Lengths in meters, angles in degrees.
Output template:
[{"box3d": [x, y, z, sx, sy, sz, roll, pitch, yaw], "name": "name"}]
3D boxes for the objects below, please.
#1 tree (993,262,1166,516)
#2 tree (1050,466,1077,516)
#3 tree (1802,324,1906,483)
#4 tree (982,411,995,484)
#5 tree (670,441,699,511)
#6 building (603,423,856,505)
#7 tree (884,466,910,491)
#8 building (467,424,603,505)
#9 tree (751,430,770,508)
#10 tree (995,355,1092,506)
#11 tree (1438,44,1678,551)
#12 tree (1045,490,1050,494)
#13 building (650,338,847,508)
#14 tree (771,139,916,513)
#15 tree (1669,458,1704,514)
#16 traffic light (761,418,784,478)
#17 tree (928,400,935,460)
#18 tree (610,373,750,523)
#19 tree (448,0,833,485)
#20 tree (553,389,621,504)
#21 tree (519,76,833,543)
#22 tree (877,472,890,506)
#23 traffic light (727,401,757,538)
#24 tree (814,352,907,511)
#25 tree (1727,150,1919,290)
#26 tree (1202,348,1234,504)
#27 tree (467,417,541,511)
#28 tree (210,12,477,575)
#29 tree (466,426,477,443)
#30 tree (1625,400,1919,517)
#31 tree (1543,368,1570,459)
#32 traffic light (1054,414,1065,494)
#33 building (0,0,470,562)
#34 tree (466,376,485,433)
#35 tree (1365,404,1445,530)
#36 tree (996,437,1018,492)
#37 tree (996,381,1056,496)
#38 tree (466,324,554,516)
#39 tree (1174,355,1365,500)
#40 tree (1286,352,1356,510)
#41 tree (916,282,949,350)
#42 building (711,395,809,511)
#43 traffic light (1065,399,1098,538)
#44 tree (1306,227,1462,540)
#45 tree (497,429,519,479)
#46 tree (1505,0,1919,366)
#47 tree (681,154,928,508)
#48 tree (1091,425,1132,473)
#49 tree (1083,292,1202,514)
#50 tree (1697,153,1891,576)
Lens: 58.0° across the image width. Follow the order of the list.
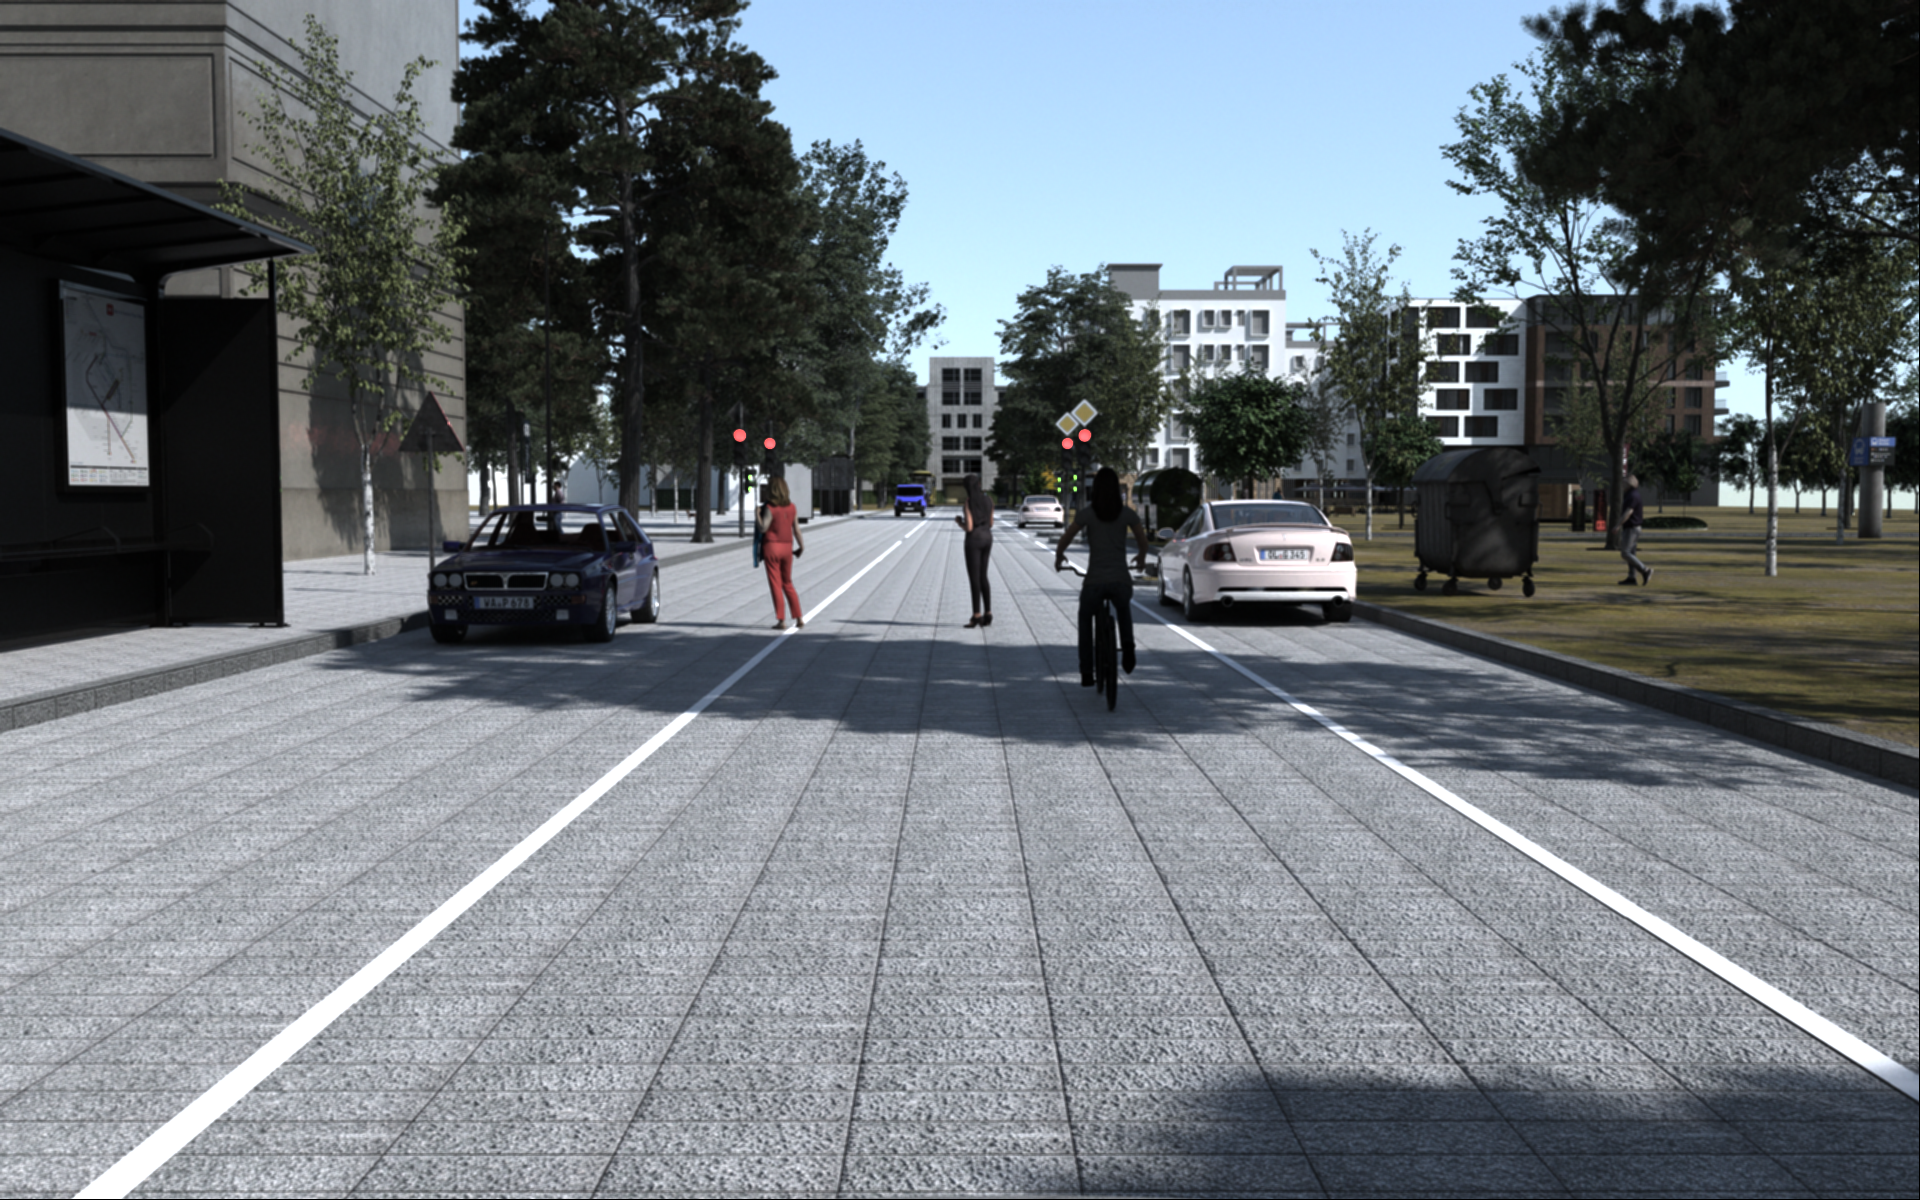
[{"box3d": [6.504, -11.468, 94.163, 9.857, 13.997, 8.962, 0, 3, 0], "name": "tree"}, {"box3d": [6.540, -6.543, 101.582, 1.663, 3.219, 1.824, 0, 3, 0], "name": "tree"}, {"box3d": [36.157, -7.351, 70.555, 4.360, 8.622, 3.978, 0, 3, 0], "name": "tree"}, {"box3d": [5.677, -15.706, 178.846, 6.751, 12.117, 7.091, 0, 3, 0], "name": "tree"}, {"box3d": [-20.206, -10.981, 129.899, 4.737, 8.622, 4.395, 0, 3, 0], "name": "tree"}, {"box3d": [-26.272, -15.866, 201.551, 28.070, 9.664, 9.099, 0, 3, 0], "name": "building"}, {"box3d": [-6.976, -13.134, 198.453, 4.285, 4.588, 4.351, 0, 3, 0], "name": "tree"}, {"box3d": [-54.537, -15.872, 201.649, 28.070, 9.664, 9.099, 0, 3, 0], "name": "building"}, {"box3d": [-11.540, -8.970, 97.025, 4.360, 8.622, 3.978, 0, 3, 0], "name": "tree"}, {"box3d": [6.827, -12.989, 134.423, 6.751, 12.117, 7.091, 0, 3, 0], "name": "tree"}, {"box3d": [14.770, -6.923, 38.945, 9.928, 11.665, 9.643, 0, 3, 0], "name": "tree"}, {"box3d": [6.483, -7.835, 122.696, 1.663, 3.219, 1.824, 0, 3, 0], "name": "tree"}, {"box3d": [-20.719, -19.039, 177.737, 16.747, 18.905, 31.486, 0, 3, 0], "name": "building"}, {"box3d": [-9.247, -14.119, 86.735, 12.611, 20.169, 13.585, 0, 3, 0], "name": "tree"}, {"box3d": [38.103, -5.914, 91.301, 1.663, 3.219, 1.824, 0, 3, 0], "name": "tree"}, {"box3d": [-6.367, -4.237, 58.515, 0.839, 4.213, 0.868, 0, 3, 0], "name": "traffic light"}, {"box3d": [-7.142, -15.259, 156.145, 9.857, 13.997, 8.962, 0, 3, 0], "name": "tree"}, {"box3d": [-12.360, -7.711, 76.431, 4.360, 8.622, 3.978, 0, 3, 0], "name": "tree"}, {"box3d": [-6.580, -7.778, 34.602, 7.806, 13.903, 7.818, 0, 3, 0], "name": "tree"}, {"box3d": [-20.595, -8.576, 90.573, 4.737, 8.622, 4.395, 0, 3, 0], "name": "tree"}, {"box3d": [-6.685, -7.531, 45.196, 6.751, 12.117, 7.091, 0, 3, 0], "name": "tree"}, {"box3d": [-8.185, -14.304, 184.237, 4.360, 8.622, 3.978, 0, 3, 0], "name": "tree"}, {"box3d": [-6.362, -3.748, 50.530, 0.839, 4.213, 0.868, 0, 3, 0], "name": "traffic light"}, {"box3d": [-7.898, -13.208, 134.077, 7.486, 12.596, 7.792, 0, 3, 0], "name": "tree"}, {"box3d": [11.190, -5.111, 17.970, 7.601, 10.594, 8.767, 1, 4, 8], "name": "tree"}, {"box3d": [12.299, -8.276, 85.680, 4.737, 8.622, 4.395, 0, 3, 0], "name": "tree"}, {"box3d": [-31.289, -11.056, 115.170, 7.601, 10.594, 8.767, -2, 4, -27], "name": "tree"}, {"box3d": [-9.328, -4.683, 26.932, 4.737, 8.622, 4.395, 0, 3, 0], "name": "tree"}, {"box3d": [-26.727, -8.544, 90.049, 4.360, 8.622, 3.978, 0, 3, 0], "name": "tree"}, {"box3d": [55.467, -9.381, 116.279, 20.602, 7.101, 11.467, 0, 4, 2], "name": "tree"}, {"box3d": [26.785, -7.285, 69.470, 4.737, 8.622, 4.395, 0, 3, 0], "name": "tree"}, {"box3d": [3.594, -4.238, 58.538, 0.839, 4.213, 0.868, 0, 3, 0], "name": "traffic light"}, {"box3d": [-27.002, -12.470, 37.166, 30.059, 22.955, 16.112, 0, 3, 0], "name": "building"}, {"box3d": [-25.790, -10.404, 80.473, 12.009, 13.543, 11.850, 0, 3, 0], "name": "tree"}, {"box3d": [16.129, -4.853, 63.061, 4.285, 4.588, 4.351, 0, 3, 0], "name": "tree"}, {"box3d": [6.368, -15.769, 208.177, 4.737, 8.622, 4.395, 0, 3, 0], "name": "tree"}, {"box3d": [6.701, -13.862, 152.391, 9.928, 11.665, 9.643, 0, 3, 0], "name": "tree"}, {"box3d": [-27.462, -11.779, 99.239, 9.857, 13.997, 8.962, 0, 3, 0], "name": "tree"}, {"box3d": [6.800, -3.511, 41.117, 4.285, 4.588, 4.351, 0, 3, 0], "name": "tree"}, {"box3d": [18.417, -8.474, 88.914, 4.360, 8.622, 3.978, 0, 3, 0], "name": "tree"}, {"box3d": [-6.481, -16.212, 120.950, 12.611, 20.169, 13.585, 0, 3, 0], "name": "tree"}, {"box3d": [-17.314, -12.603, 148.207, 9.099, 9.664, 28.070, 0, 3, 0], "name": "building"}, {"box3d": [3.600, -3.750, 50.552, 0.839, 4.213, 0.868, 0, 3, 0], "name": "traffic light"}, {"box3d": [11.369, -5.949, 47.621, 4.737, 8.622, 4.395, 0, 3, 0], "name": "tree"}, {"box3d": [-31.106, -12.477, 126.054, 6.751, 12.117, 7.091, 0, 3, 0], "name": "tree"}, {"box3d": [6.350, -5.332, 9.230, 6.751, 12.117, 7.091, 0, 3, 0], "name": "tree"}, {"box3d": [-7.080, -9.769, 66.384, 9.857, 13.997, 8.962, 0, 3, 0], "name": "tree"}, {"box3d": [10.988, -10.796, 126.874, 4.360, 8.622, 3.978, 0, 3, 0], "name": "tree"}, {"box3d": [6.572, -6.950, 63.996, 4.737, 8.622, 4.395, 0, 3, 0], "name": "tree"}, {"box3d": [12.885, -4.671, 26.741, 4.737, 8.622, 4.395, 0, 3, 0], "name": "tree"}]
